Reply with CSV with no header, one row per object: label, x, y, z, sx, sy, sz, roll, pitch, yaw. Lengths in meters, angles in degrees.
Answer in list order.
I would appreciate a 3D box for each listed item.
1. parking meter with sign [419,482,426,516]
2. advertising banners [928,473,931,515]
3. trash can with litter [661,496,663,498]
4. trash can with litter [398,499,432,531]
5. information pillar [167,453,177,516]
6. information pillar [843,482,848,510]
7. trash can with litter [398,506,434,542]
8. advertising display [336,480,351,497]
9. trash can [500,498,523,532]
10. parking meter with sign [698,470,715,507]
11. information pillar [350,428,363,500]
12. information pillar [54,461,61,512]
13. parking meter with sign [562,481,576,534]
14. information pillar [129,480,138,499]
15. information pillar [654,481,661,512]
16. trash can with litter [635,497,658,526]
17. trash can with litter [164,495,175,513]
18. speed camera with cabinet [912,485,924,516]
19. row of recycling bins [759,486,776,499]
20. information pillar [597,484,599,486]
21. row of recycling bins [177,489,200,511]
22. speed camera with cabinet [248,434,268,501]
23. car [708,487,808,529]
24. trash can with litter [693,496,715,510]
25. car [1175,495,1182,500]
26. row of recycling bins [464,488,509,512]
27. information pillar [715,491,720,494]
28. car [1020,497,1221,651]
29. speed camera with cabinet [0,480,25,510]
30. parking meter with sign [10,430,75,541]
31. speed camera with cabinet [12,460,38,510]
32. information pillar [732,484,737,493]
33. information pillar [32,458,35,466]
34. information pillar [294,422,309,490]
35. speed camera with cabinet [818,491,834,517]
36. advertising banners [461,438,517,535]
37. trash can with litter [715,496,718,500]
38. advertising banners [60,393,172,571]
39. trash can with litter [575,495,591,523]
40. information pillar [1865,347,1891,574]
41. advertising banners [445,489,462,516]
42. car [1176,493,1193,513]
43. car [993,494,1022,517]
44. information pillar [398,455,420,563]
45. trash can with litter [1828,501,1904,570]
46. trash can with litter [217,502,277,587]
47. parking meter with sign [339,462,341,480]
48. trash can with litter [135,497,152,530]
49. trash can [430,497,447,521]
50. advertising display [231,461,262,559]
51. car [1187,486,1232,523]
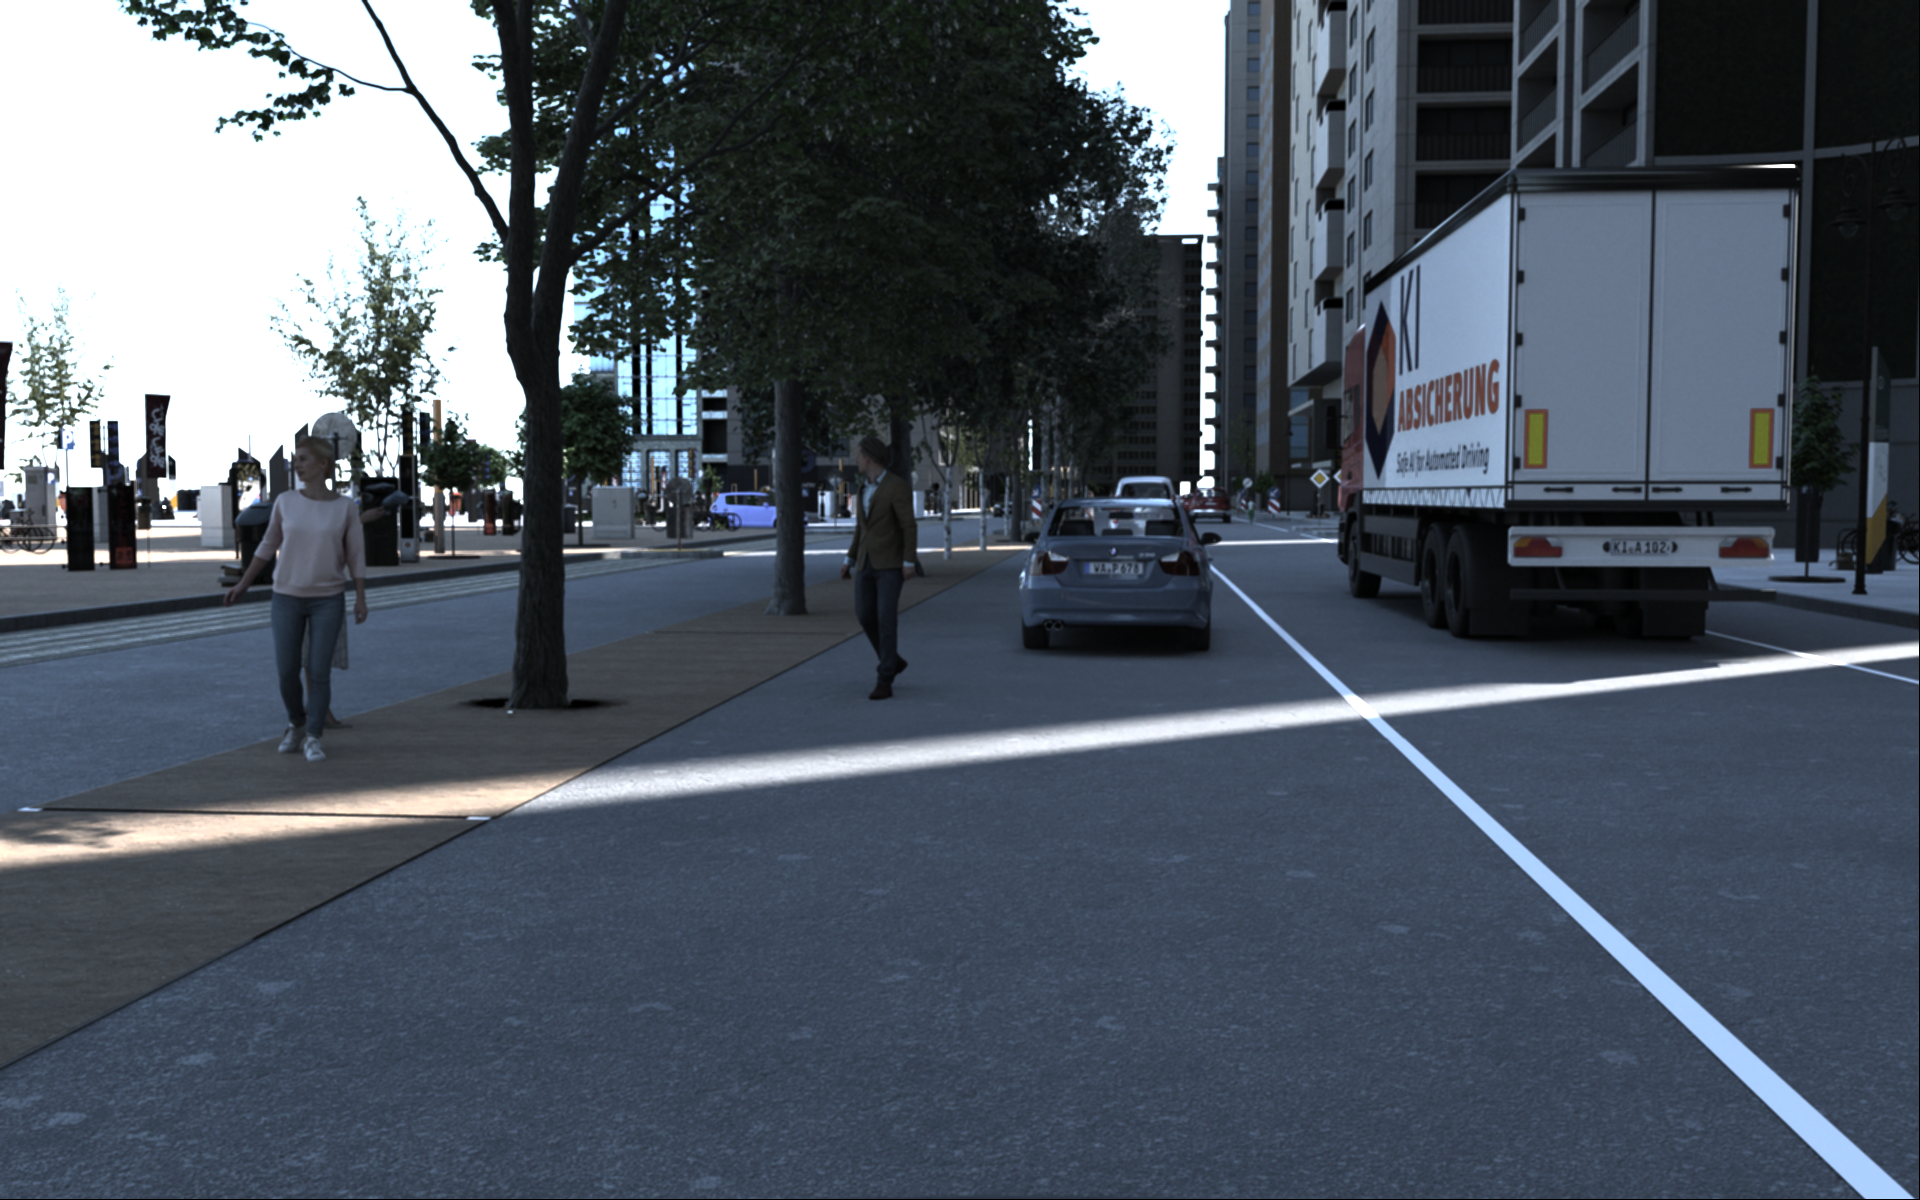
parking meter with sign,-31.313,-6.320,99.598,1.738,3.016,0.543,3,5,44
advertising banners,-1.874,-6.722,106.092,0.090,3.025,2.074,0,4,2
trash can with litter,-19.542,-6.183,112.143,2.233,1.210,1.678,0,4,5
trash can with litter,-19.131,-3.021,60.452,1.678,1.210,2.233,-1,4,-9
information pillar,-45.263,-6.616,99.519,0.183,3.616,0.504,3,4,39
information pillar,-6.823,-6.050,103.404,0.304,2.012,0.304,0,4,-4
trash can with litter,-14.422,-2.119,46.036,0.624,1.170,1.055,3,5,40
advertising display,-28.918,-4.662,81.431,0.974,1.923,0.123,-3,5,-43
trash can,-15.071,-2.848,58.214,0.748,1.137,0.748,0,3,0
parking meter with sign,-18.429,-8.014,127.290,0.543,3.016,1.738,2,4,32
information pillar,-19.509,-3.952,55.976,0.183,3.616,0.504,2,4,26
information pillar,-64.693,-8.122,124.143,0.504,3.616,0.183,1,4,15
parking meter with sign,-13.158,-3.660,56.099,0.543,3.016,1.738,2,4,25
information pillar,-41.806,-5.086,87.656,0.304,2.012,0.304,0,4,-3
information pillar,-16.521,-5.510,94.579,0.304,2.012,0.304,-2,4,-35
trash can with litter,-12.814,-3.613,70.464,1.055,1.170,0.624,1,4,10
trash can with litter,-52.984,-6.404,115.755,1.678,1.210,2.233,-2,4,-27
speed camera with cabinet,-2.829,-6.616,102.507,0.660,3.252,2.038,-2,4,-30
row of recycling bins,-8.729,-4.876,86.829,3.534,1.692,1.069,3,5,39
information pillar,-26.290,-8.270,126.576,0.504,3.616,0.183,1,4,23
row of recycling bins,-59.588,-7.810,134.812,1.069,1.692,3.534,1,4,17
speed camera with cabinet,-23.543,-3.785,56.217,0.660,3.252,2.038,2,4,35
car,-7.526,-3.370,64.695,3.694,1.707,1.945,0,4,6
trash can with litter,-14.794,-5.378,99.312,0.624,1.170,1.055,2,4,32
car,16.428,-7.372,132.886,2.083,1.381,4.827,0,4,7
row of recycling bins,-33.487,-7.069,122.698,3.534,1.692,1.069,1,4,10
information pillar,-19.569,-8.269,139.697,0.304,2.012,0.304,0,4,3
car,1.597,-0.320,17.235,2.014,1.417,4.499,0,4,7
speed camera with cabinet,-60.510,-7.094,110.317,2.038,3.252,0.660,-3,5,-41
parking meter with sign,-25.128,-3.123,47.326,1.738,3.016,0.543,1,4,10
speed camera with cabinet,-54.655,-6.565,101.670,2.038,3.252,0.660,3,4,38
information pillar,-16.580,-7.506,127.214,0.304,2.012,0.304,0,3,0
information pillar,-57.390,-7.092,107.313,0.183,3.616,0.504,-1,4,-18
information pillar,-21.225,-3.951,55.949,0.504,3.616,0.183,0,4,3
speed camera with cabinet,-8.224,-6.381,98.673,2.038,3.252,0.660,1,4,17
advertising banners,-14.664,-3.538,54.031,2.074,3.025,0.090,2,4,29
trash can with litter,-18.499,-7.327,131.178,0.624,1.170,1.055,3,4,37
advertising banners,-14.324,-2.038,29.502,0.090,3.025,2.074,2,4,31
trash can with litter,-17.538,-3.995,76.381,2.233,1.210,1.678,-2,4,-35
information pillar,14.757,-2.231,27.840,0.504,3.616,0.183,-3,4,-36
advertising banners,-30.193,-6.530,102.960,0.090,3.025,2.074,2,4,31
car,14.622,-6.115,109.021,2.155,1.783,4.494,0,4,6
car,3.104,-6.020,108.214,2.009,1.686,4.222,0,4,7
information pillar,-10.277,-1.701,32.296,0.304,2.012,0.304,0,4,-4
trash can with litter,15.214,-1.082,29.084,1.055,1.170,0.624,1,4,19
trash can with litter,-9.940,-0.792,24.342,0.624,1.170,1.055,0,4,7
parking meter with sign,-33.337,-6.077,95.613,1.738,3.016,0.543,-1,4,-14
trash can with litter,-29.423,-3.108,62.204,0.624,1.170,1.055,-3,4,-39
trash can,-23.880,-4.143,79.392,0.748,1.137,0.748,0,3,0
advertising display,-14.160,-1.786,34.409,0.123,1.923,0.974,0,4,5
car,12.522,-4.783,86.875,2.281,1.827,5.304,0,4,7
